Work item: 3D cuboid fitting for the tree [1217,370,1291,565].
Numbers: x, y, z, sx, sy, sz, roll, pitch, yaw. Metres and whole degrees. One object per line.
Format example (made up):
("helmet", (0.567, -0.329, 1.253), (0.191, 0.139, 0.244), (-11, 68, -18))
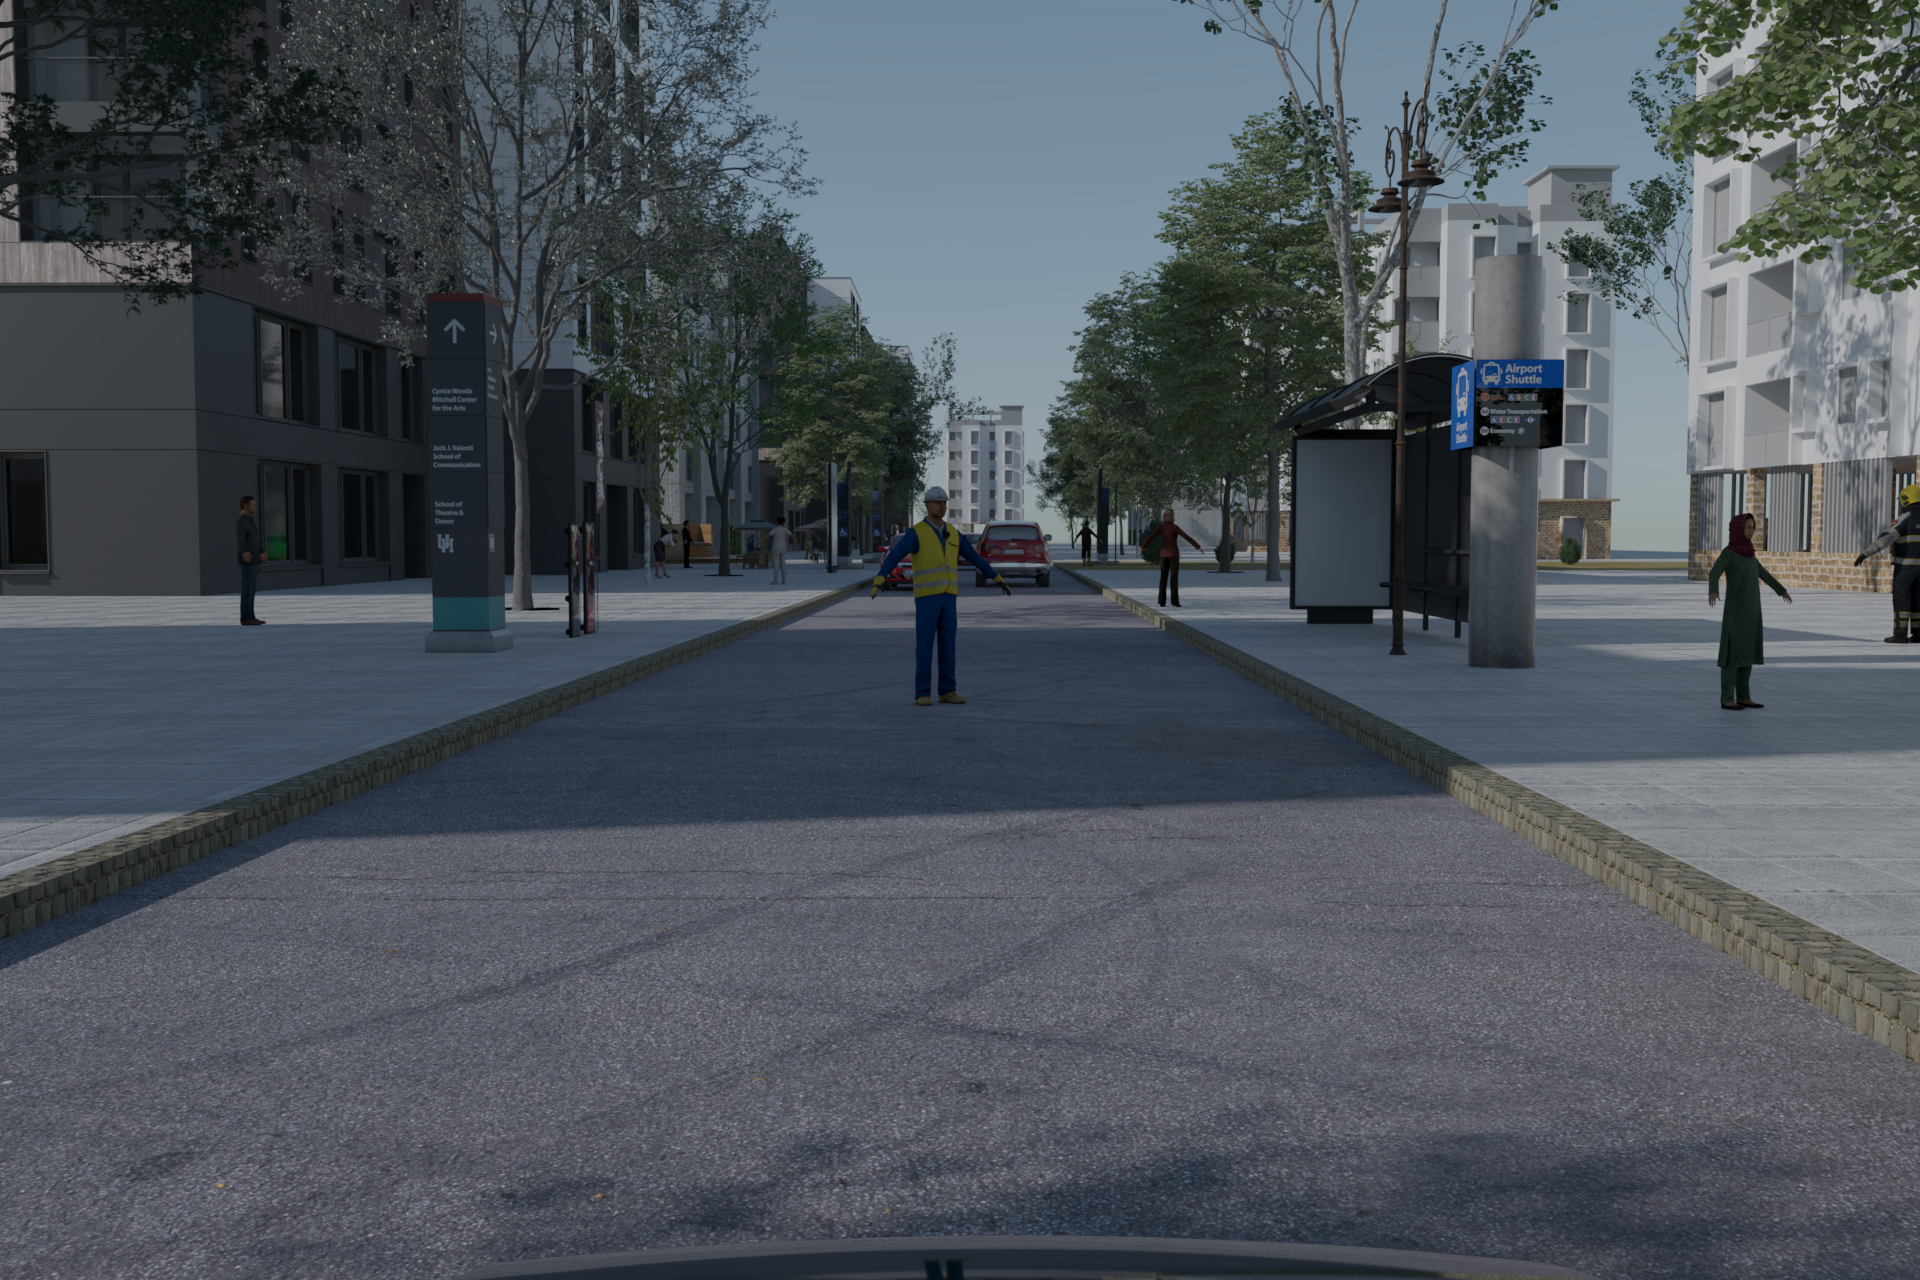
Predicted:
("tree", (12.305, -7.502, 73.016), (4.360, 8.622, 3.978), (0, 3, 0))

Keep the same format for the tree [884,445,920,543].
("tree", (-5.089, -11.164, 132.889), (4.737, 8.622, 4.395), (0, 3, 0))

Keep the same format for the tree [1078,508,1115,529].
("tree", (21.128, -20.840, 258.860), (7.486, 12.596, 7.792), (0, 3, 0))

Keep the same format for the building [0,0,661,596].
("building", (-25.924, -12.690, 51.462), (27.936, 21.610, 32.646), (0, 4, 1))

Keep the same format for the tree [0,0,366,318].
("tree", (-8.325, -4.807, 12.999), (7.601, 10.594, 8.767), (-3, 4, -37))

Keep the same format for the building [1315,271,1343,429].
("building", (29.484, -16.011, 118.198), (16.016, 20.090, 11.380), (0, 4, 1))

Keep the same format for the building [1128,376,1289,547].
("building", (27.566, -19.583, 186.646), (16.747, 18.905, 31.486), (0, 4, 2))

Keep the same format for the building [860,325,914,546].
("building", (-19.593, -20.917, 185.961), (27.936, 21.610, 32.646), (0, 4, 1))

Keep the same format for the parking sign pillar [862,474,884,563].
("parking sign pillar", (-3.637, -5.405, 76.846), (1.447, 3.967, 1.447), (0, 4, 1))

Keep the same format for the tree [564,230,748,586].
("tree", (-7.458, -5.632, 42.438), (4.737, 8.622, 4.395), (0, 3, 0))

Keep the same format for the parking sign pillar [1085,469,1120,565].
("parking sign pillar", (5.978, -5.148, 72.634), (1.447, 3.967, 1.447), (0, 4, 1))

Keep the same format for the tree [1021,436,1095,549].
("tree", (9.787, -13.394, 153.402), (7.601, 10.594, 8.767), (3, 5, 40))

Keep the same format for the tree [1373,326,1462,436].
("tree", (16.747, -6.832, 62.063), (4.737, 8.622, 4.395), (0, 3, 0))

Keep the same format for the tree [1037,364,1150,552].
("tree", (10.098, -13.361, 125.109), (9.857, 13.997, 8.962), (0, 3, 0))

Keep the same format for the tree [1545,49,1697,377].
("tree", (28.992, -13.107, 70.185), (12.611, 20.169, 13.585), (0, 3, 0))

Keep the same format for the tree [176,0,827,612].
("tree", (-7.304, -7.230, 28.582), (12.009, 13.543, 11.850), (0, 3, 0))

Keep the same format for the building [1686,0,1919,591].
("building", (25.165, -11.566, 45.532), (16.016, 20.090, 11.380), (0, 4, 1))

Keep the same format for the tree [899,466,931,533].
("tree", (-4.932, -11.906, 145.026), (4.360, 8.622, 3.978), (0, 3, 0))

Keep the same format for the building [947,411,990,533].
("building", (-1.659, -24.426, 258.249), (11.380, 20.090, 16.016), (0, 4, 2))

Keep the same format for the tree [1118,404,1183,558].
("tree", (9.769, -8.731, 93.114), (4.737, 8.622, 4.395), (0, 3, 0))

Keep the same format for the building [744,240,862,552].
("building", (-22.637, -17.851, 135.841), (27.936, 21.610, 32.646), (0, 4, 0))

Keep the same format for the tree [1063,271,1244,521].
("tree", (9.345, -10.749, 82.407), (9.857, 13.997, 8.962), (0, 3, 0))

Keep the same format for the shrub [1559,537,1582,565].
("shrub", (25.449, -3.738, 72.237), (1.383, 1.207, 1.383), (0, 3, 0))

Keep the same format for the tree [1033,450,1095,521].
("tree", (9.945, -12.364, 136.571), (8.767, 10.594, 7.601), (-1, 4, -12))

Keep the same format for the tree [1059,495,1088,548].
("tree", (11.065, -13.022, 163.266), (4.737, 8.622, 4.395), (0, 3, 0))

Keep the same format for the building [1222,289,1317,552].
("building", (25.696, -17.024, 134.754), (16.016, 20.090, 11.380), (0, 4, 1))

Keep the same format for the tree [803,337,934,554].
("tree", (-6.054, -12.655, 113.559), (9.857, 13.997, 8.962), (0, 3, 0))

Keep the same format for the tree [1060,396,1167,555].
("tree", (9.560, -10.455, 105.346), (7.601, 10.594, 8.767), (0, 4, -3))

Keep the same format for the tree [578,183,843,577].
("tree", (-7.269, -7.737, 52.249), (9.928, 11.665, 9.643), (0, 3, 0))

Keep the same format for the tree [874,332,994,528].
("tree", (-3.227, -18.696, 161.562), (12.611, 20.169, 13.585), (0, 3, 0))

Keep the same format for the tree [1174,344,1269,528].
("tree", (10.393, -7.111, 66.623), (4.737, 8.622, 4.395), (0, 3, 0))

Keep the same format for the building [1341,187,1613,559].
("building", (27.693, -14.973, 101.221), (16.016, 20.090, 11.380), (0, 4, 1))

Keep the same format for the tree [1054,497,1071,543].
("tree", (15.754, -18.460, 252.174), (4.737, 8.622, 4.395), (0, 3, 0))

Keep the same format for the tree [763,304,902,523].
("tree", (-6.309, -10.252, 85.754), (7.486, 12.596, 7.792), (0, 3, 0))

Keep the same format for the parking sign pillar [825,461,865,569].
("parking sign pillar", (-4.230, -4.593, 63.563), (1.447, 3.967, 1.447), (0, 4, 2))

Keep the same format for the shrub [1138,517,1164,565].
("shrub", (8.214, -4.153, 72.322), (1.690, 2.028, 1.600), (0, 3, 0))

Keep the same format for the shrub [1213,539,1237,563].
("shrub", (11.435, -3.890, 74.719), (1.383, 1.207, 1.383), (0, 3, 0))

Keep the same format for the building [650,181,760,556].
("building", (-21.925, -14.271, 99.790), (16.747, 18.905, 31.486), (0, 4, 0))

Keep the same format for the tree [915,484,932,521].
("tree", (-4.133, -18.662, 255.490), (4.360, 8.622, 3.978), (0, 3, 0))
